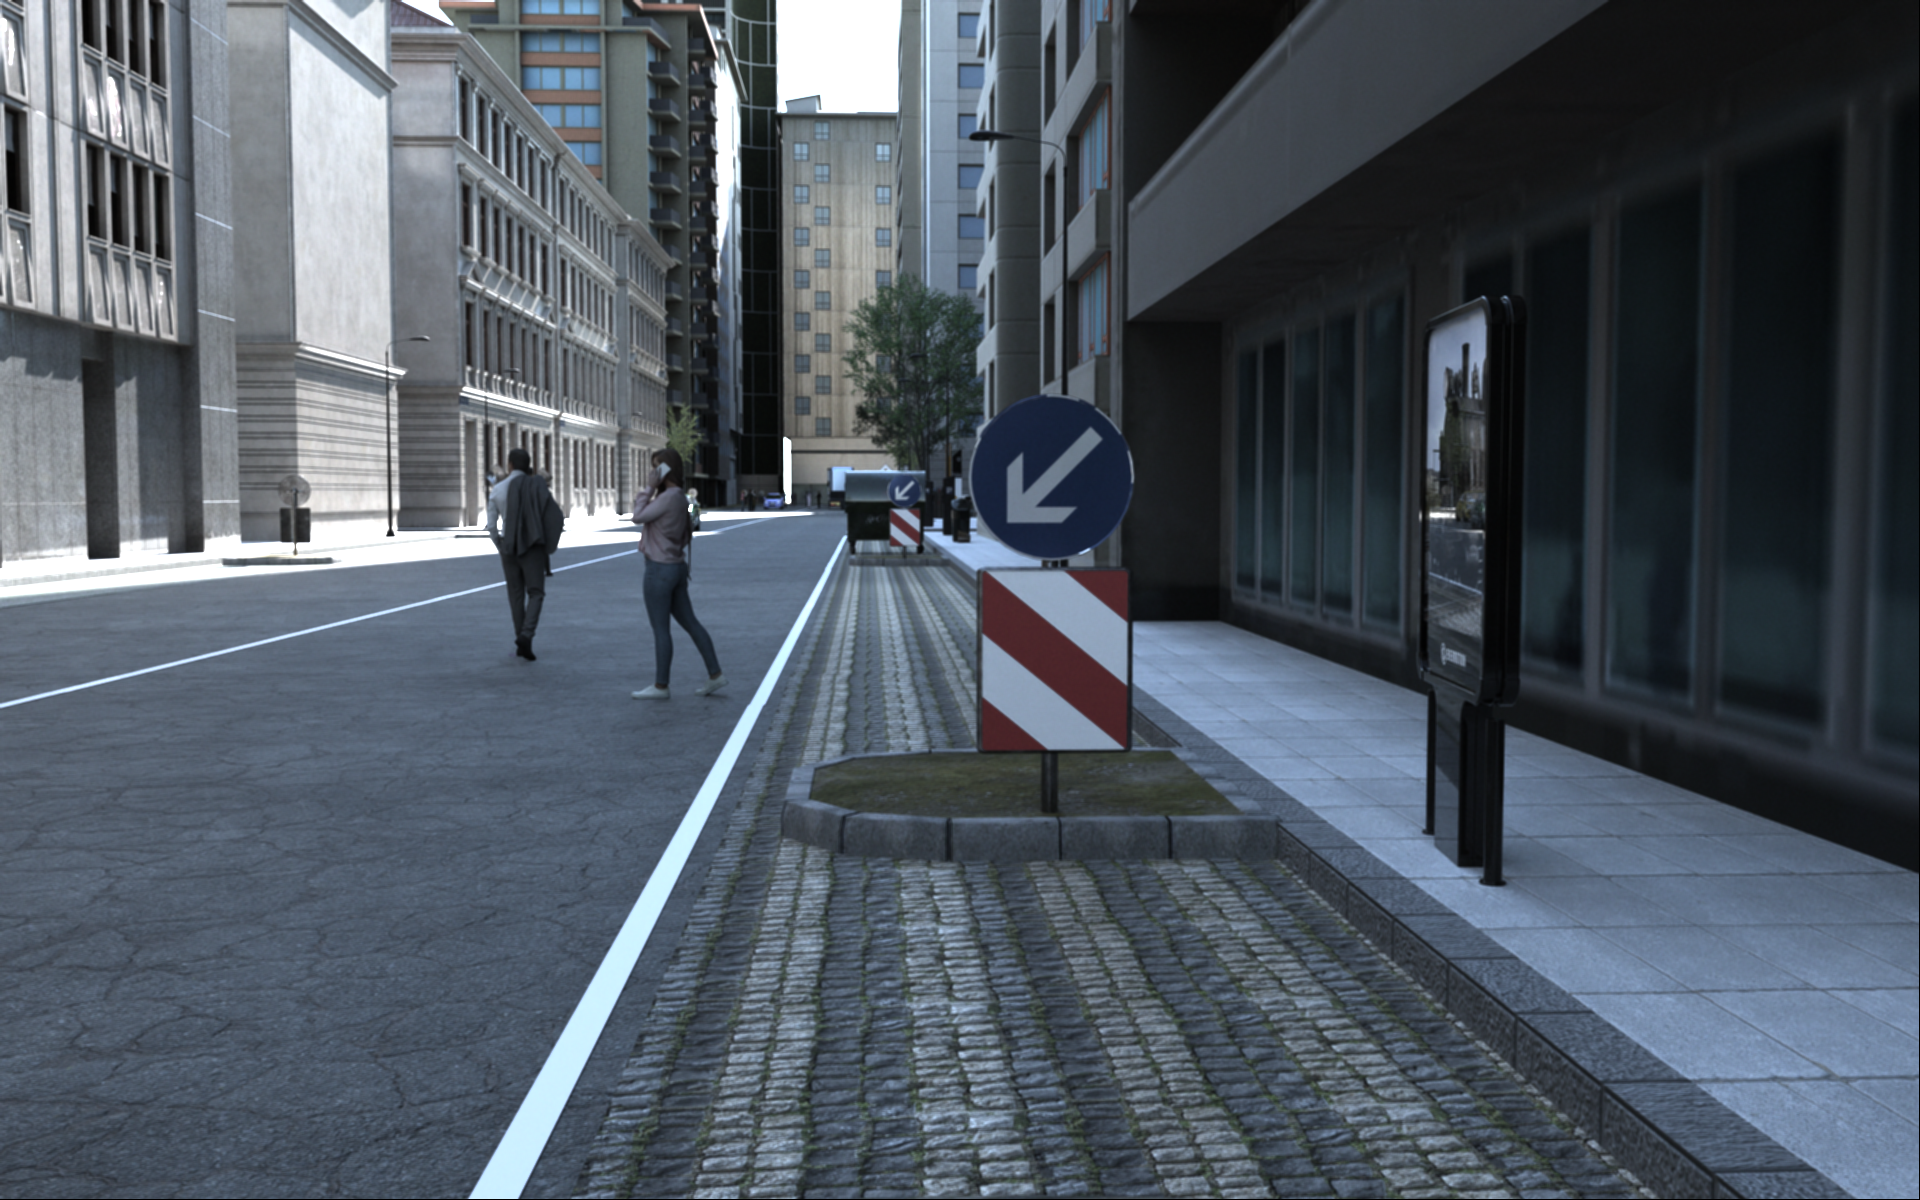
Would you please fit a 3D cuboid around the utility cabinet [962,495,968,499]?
[{"bbox_3d":[-0.008,-5.504,101.147,1.020,1.237,0.306,-1,4,-19],"label":"utility cabinet"}]

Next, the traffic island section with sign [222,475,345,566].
[{"bbox_3d":[-13.752,-1.641,35.458,1.989,1.847,2.006,0,4,-3],"label":"traffic island section with sign"}]

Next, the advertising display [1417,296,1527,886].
[{"bbox_3d":[1.773,-0.053,6.073,0.123,1.923,0.974,0,4,3],"label":"advertising display"}]

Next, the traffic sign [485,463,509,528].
[{"bbox_3d":[-15.189,-3.253,56.821,0.795,2.450,0.064,0,4,-3],"label":"traffic sign"}]

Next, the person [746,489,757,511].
[{"bbox_3d":[-17.525,-8.360,145.212,1.348,1.821,0.705,3,4,38],"label":"person"}]

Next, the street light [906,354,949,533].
[{"bbox_3d":[-0.953,-5.197,57.504,1.470,5.913,1.316,0,4,-3],"label":"street light"}]

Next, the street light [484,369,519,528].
[{"bbox_3d":[-17.085,-5.627,64.535,1.470,5.913,1.316,0,4,-3],"label":"street light"}]

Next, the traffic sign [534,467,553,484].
[{"bbox_3d":[-15.612,-3.740,64.795,0.795,2.450,0.064,0,4,-3],"label":"traffic sign"}]

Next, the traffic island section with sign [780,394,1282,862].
[{"bbox_3d":[0.221,0.059,7.661,1.989,1.847,2.006,0,4,-3],"label":"traffic island section with sign"}]

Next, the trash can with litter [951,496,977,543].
[{"bbox_3d":[0.113,-2.125,46.132,0.624,1.170,1.055,-1,4,-10],"label":"trash can with litter"}]

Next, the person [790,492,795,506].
[{"bbox_3d":[-19.449,-11.707,200.822,0.541,1.710,0.530,0,4,1],"label":"person"}]

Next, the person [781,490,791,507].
[{"bbox_3d":[-18.678,-10.781,184.749,1.348,1.826,0.705,-2,4,-26],"label":"person"}]

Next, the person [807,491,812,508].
[{"bbox_3d":[-15.103,-10.061,173.663,0.551,1.740,0.621,0,4,7],"label":"person"}]

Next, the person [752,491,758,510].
[{"bbox_3d":[-18.009,-8.679,151.127,0.721,1.736,1.217,2,4,30],"label":"person"}]

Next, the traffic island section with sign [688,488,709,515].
[{"bbox_3d":[-18.101,-6.656,117.445,1.989,1.847,2.006,0,4,-3],"label":"traffic island section with sign"}]

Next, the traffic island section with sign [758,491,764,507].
[{"bbox_3d":[-22.137,-11.315,193.621,1.989,1.847,2.006,0,4,-3],"label":"traffic island section with sign"}]

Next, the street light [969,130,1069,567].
[{"bbox_3d":[0.814,-3.044,22.313,1.470,5.913,1.316,0,4,-3],"label":"street light"}]

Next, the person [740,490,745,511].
[{"bbox_3d":[-18.012,-8.169,142.781,0.721,1.743,1.217,0,4,-6],"label":"person"}]

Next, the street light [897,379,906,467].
[{"bbox_3d":[-1.818,-5.955,69.903,1.470,5.913,1.316,0,4,-3],"label":"street light"}]

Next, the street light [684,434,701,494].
[{"bbox_3d":[-20.773,-9.885,134.167,1.470,5.913,1.316,0,4,-3],"label":"street light"}]

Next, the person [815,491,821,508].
[{"bbox_3d":[-14.485,-10.267,176.881,0.721,1.766,1.217,2,4,28],"label":"person"}]

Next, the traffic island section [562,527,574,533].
[{"bbox_3d":[-15.635,-2.604,64.856,2.009,0.180,2.903,0,4,-3],"label":"traffic island section"}]

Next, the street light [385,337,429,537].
[{"bbox_3d":[-16.368,-4.815,51.267,1.470,5.913,1.316,0,4,-3],"label":"street light"}]

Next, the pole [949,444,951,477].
[{"bbox_3d":[-0.471,-4.667,70.141,0.158,3.312,0.155,0,3,0],"label":"pole"}]

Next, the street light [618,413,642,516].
[{"bbox_3d":[-18.923,-7.752,99.293,1.470,5.913,1.316,0,4,-3],"label":"street light"}]

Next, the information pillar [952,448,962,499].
[{"bbox_3d":[-0.139,-5.967,88.919,0.504,3.616,0.183,0,4,-6],"label":"information pillar"}]

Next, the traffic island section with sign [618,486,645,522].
[{"bbox_3d":[-16.640,-4.976,89.980,1.989,1.847,2.006,0,4,-3],"label":"traffic island section with sign"}]

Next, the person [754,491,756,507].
[{"bbox_3d":[-20.802,-10.185,175.735,0.721,1.736,1.217,-2,4,-27],"label":"person"}]

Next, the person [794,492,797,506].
[{"bbox_3d":[-20.679,-12.663,217.011,0.415,1.643,0.593,-1,4,-8],"label":"person"}]

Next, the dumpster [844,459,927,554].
[{"bbox_3d":[-1.771,-2.226,41.347,1.985,2.255,1.502,0,4,-2],"label":"dumpster"}]

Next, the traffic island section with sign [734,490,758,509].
[{"bbox_3d":[-20.702,-9.655,166.490,1.989,1.847,2.006,0,4,-3],"label":"traffic island section with sign"}]

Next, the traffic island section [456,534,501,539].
[{"bbox_3d":[-15.212,-2.116,56.882,2.009,0.180,2.903,0,4,-3],"label":"traffic island section"}]
